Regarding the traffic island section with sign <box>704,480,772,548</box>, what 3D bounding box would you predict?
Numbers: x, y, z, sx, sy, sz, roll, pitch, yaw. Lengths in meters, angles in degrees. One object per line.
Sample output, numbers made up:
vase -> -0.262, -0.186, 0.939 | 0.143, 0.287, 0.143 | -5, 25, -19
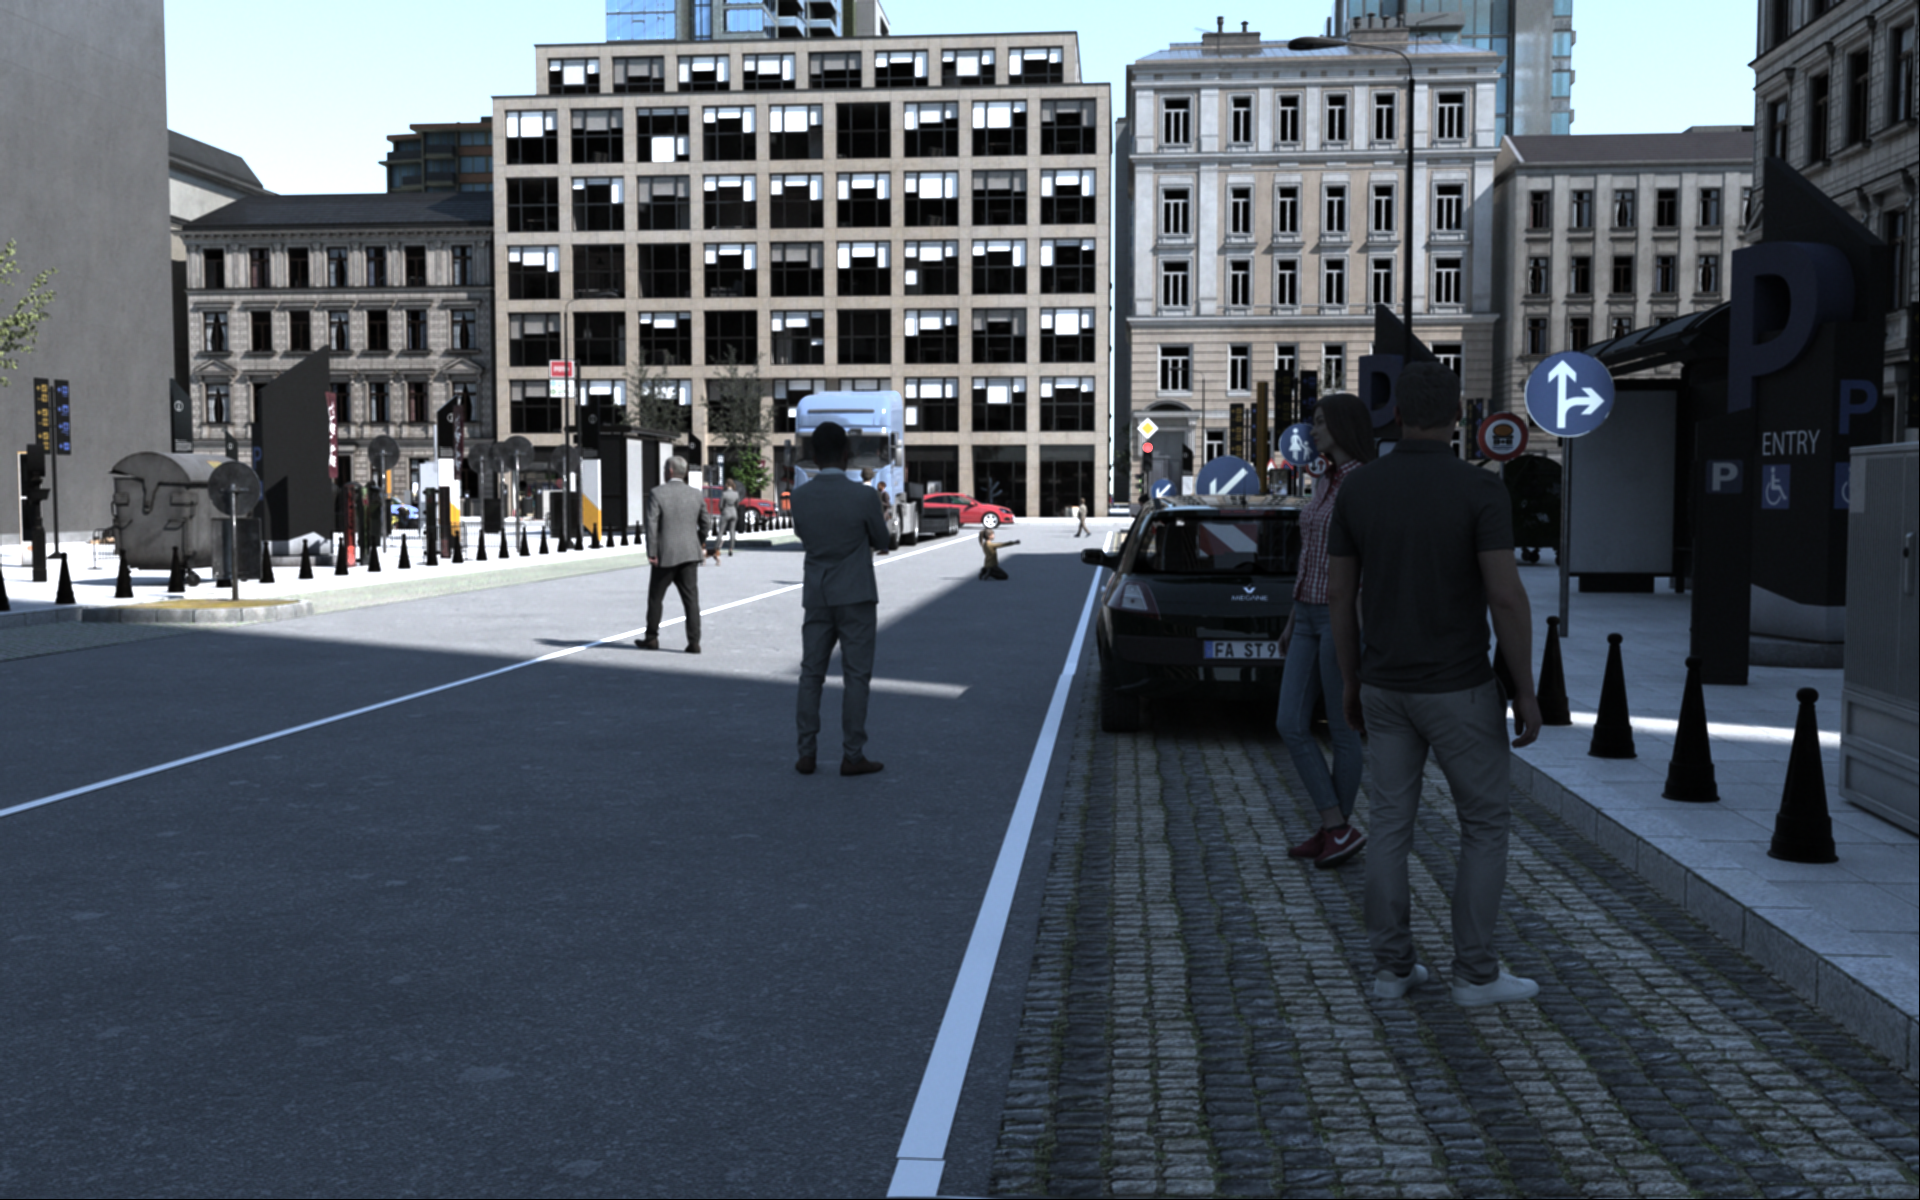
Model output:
traffic island section with sign -> -6.175, -2.342, 46.922 | 1.989, 1.847, 2.006 | 0, 4, 5

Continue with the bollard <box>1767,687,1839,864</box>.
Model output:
bollard -> 2.978, 0.608, 6.103 | 0.229, 0.601, 0.229 | 0, 3, 0

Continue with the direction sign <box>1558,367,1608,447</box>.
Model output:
direction sign -> 10.323, -2.249, 28.764 | 0.876, 3.537, 0.379 | -1, 4, -13

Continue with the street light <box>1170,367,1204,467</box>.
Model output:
street light -> 8.371, -5.565, 63.533 | 1.470, 5.913, 1.316 | 0, 4, 5

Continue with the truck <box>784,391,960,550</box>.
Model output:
truck -> -2.106, -3.755, 51.155 | 2.967, 4.110, 18.799 | 0, 4, 5

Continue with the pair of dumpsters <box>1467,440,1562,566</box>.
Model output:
pair of dumpsters -> 10.287, -1.843, 32.623 | 1.574, 2.255, 4.437 | 0, 4, 5

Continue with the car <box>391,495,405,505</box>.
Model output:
car -> -27.757, -4.298, 80.504 | 3.980, 1.641, 2.015 | 0, 4, 5

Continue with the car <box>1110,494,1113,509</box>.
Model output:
car -> 12.940, -9.235, 159.667 | 2.281, 1.827, 5.304 | 0, 4, 6

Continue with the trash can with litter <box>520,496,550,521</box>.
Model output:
trash can with litter -> -20.532, -4.464, 84.046 | 2.233, 1.210, 1.678 | -3, 4, -37

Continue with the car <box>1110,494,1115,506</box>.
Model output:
car -> 18.275, -12.614, 215.821 | 1.945, 1.707, 3.694 | 0, 4, 6

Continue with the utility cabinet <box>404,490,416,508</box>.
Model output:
utility cabinet -> -29.591, -5.211, 93.882 | 1.173, 1.500, 0.318 | 2, 4, 31

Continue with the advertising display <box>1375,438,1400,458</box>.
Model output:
advertising display -> 5.175, -0.923, 20.301 | 0.974, 1.923, 0.123 | -2, 4, -33

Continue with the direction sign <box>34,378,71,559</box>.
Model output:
direction sign -> -17.889, -2.582, 34.205 | 0.379, 3.537, 0.876 | 1, 4, 14

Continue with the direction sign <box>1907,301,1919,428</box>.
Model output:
direction sign -> 11.600, -1.748, 20.576 | 0.876, 3.537, 0.379 | -1, 4, -17

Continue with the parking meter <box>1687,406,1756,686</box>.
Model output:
parking meter -> 5.131, -0.367, 11.710 | 0.399, 1.863, 0.255 | 1, 4, 20

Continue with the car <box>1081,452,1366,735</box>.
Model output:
car -> 1.814, -0.117, 11.702 | 2.009, 1.686, 4.222 | 0, 4, 5

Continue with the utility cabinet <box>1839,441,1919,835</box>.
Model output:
utility cabinet -> 3.721, 0.127, 6.606 | 0.318, 1.500, 1.173 | 1, 4, 9

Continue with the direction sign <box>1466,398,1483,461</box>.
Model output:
direction sign -> 12.221, -3.011, 41.223 | 0.379, 3.537, 0.876 | 0, 4, -7

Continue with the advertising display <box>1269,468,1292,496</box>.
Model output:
advertising display -> 8.042, -2.343, 43.527 | 0.123, 1.923, 0.974 | -1, 4, -19

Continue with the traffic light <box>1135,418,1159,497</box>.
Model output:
traffic light -> 6.874, -4.573, 63.686 | 0.839, 4.253, 0.868 | 0, 4, 5

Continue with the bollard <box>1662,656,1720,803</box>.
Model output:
bollard -> 3.085, 0.535, 7.294 | 0.229, 0.601, 0.229 | 0, 3, 0

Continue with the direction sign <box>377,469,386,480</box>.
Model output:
direction sign -> -32.487, -6.440, 97.294 | 0.876, 3.537, 0.379 | 3, 5, 44

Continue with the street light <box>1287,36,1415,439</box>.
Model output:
street light -> 4.025, -2.762, 17.701 | 1.470, 5.913, 1.316 | 0, 4, 5

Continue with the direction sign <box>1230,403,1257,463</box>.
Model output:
direction sign -> 7.150, -3.131, 43.183 | 0.876, 3.537, 0.379 | 2, 4, 24

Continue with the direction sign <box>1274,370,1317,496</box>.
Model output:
direction sign -> 6.139, -2.429, 31.719 | 0.876, 3.537, 0.379 | -1, 4, -20

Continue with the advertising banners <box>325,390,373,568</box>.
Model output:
advertising banners -> -10.686, -2.086, 30.292 | 0.090, 3.025, 2.074 | 0, 4, 1

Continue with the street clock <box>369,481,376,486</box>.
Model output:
street clock -> -31.617, -5.422, 93.215 | 0.358, 2.002, 0.471 | 0, 4, -3

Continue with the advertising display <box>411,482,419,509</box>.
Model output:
advertising display -> -28.999, -5.368, 92.979 | 0.123, 1.923, 0.974 | 3, 5, 40

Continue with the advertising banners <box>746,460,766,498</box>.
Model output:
advertising banners -> -10.963, -5.648, 88.525 | 2.074, 3.025, 0.090 | -1, 4, -10

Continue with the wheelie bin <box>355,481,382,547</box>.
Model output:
wheelie bin -> -14.482, -2.115, 42.486 | 0.693, 1.594, 0.980 | -1, 4, -18

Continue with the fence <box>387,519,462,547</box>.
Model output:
fence -> -12.865, -1.618, 41.830 | 2.069, 0.683, 0.278 | 1, 4, 15

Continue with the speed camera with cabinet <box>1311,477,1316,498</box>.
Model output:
speed camera with cabinet -> 12.711, -3.948, 58.889 | 0.660, 3.252, 2.038 | -1, 4, -19

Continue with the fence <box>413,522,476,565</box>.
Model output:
fence -> -9.665, -1.050, 32.536 | 0.278, 0.683, 2.069 | 0, 4, 6

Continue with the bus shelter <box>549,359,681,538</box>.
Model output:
bus shelter -> -10.913, -4.687, 54.272 | 2.179, 5.291, 8.768 | 0, 4, 5

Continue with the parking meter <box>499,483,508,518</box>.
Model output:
parking meter -> -24.284, -5.290, 92.198 | 0.255, 1.863, 0.399 | 2, 4, 28

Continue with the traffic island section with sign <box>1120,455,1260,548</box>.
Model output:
traffic island section with sign -> 2.686, -0.597, 18.397 | 1.989, 1.847, 2.006 | 0, 4, 5

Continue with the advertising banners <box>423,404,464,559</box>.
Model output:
advertising banners -> -10.295, -2.346, 34.552 | 0.090, 3.025, 2.074 | -3, 4, -38

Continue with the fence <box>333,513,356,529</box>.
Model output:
fence -> -19.751, -2.419, 54.931 | 2.069, 0.683, 0.278 | -1, 4, -23

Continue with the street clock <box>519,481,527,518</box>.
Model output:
street clock -> -23.725, -5.463, 93.895 | 0.471, 2.002, 0.358 | -1, 4, -23

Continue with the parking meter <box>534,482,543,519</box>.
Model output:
parking meter -> -21.074, -4.944, 86.548 | 0.399, 1.863, 0.255 | -3, 5, -39

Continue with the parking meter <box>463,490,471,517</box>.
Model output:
parking meter -> -27.697, -5.435, 97.277 | 0.372, 1.533, 0.369 | 0, 3, 0

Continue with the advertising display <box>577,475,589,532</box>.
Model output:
advertising display -> -12.674, -3.296, 59.099 | 0.974, 1.923, 0.123 | 0, 4, 3

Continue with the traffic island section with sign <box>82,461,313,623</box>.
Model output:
traffic island section with sign -> -8.686, -0.701, 20.083 | 1.989, 1.847, 2.006 | 0, 4, 5

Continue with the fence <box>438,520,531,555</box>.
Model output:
fence -> -9.990, -1.291, 36.482 | 2.069, 0.683, 0.278 | 1, 4, 20

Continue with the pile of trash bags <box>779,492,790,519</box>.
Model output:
pile of trash bags -> -7.548, -4.815, 88.482 | 3.447, 1.369, 1.912 | -2, 4, -24

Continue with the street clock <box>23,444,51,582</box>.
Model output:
street clock -> -13.430, -1.263, 25.221 | 0.358, 2.002, 0.471 | -2, 4, -27

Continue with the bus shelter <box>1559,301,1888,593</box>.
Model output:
bus shelter -> 8.407, -1.595, 20.008 | 2.014, 3.302, 5.546 | 0, 4, 5

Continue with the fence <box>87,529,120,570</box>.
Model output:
fence -> -14.408, -0.919, 30.402 | 0.278, 0.683, 2.069 | 1, 4, 19

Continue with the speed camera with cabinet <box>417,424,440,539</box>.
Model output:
speed camera with cabinet -> -15.310, -3.397, 49.879 | 0.660, 3.252, 2.038 | -1, 4, -19

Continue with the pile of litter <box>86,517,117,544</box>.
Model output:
pile of litter -> -21.630, -1.880, 44.696 | 1.719, 0.858, 1.176 | 1, 4, 10

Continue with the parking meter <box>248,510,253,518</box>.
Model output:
parking meter -> -15.572, -1.978, 38.050 | 0.255, 1.863, 0.399 | 2, 4, 28

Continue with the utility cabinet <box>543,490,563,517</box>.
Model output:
utility cabinet -> -22.370, -5.303, 95.385 | 1.173, 1.500, 0.318 | 0, 4, 0

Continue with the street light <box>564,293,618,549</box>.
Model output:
street light -> -8.579, -4.134, 40.136 | 1.470, 5.913, 1.316 | 0, 4, 5

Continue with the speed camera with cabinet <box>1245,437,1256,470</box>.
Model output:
speed camera with cabinet -> 9.351, -3.827, 56.902 | 0.660, 3.252, 2.038 | 2, 4, 30

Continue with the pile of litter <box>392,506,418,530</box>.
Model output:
pile of litter -> -20.218, -3.005, 63.102 | 1.719, 0.858, 1.176 | 1, 4, 14
